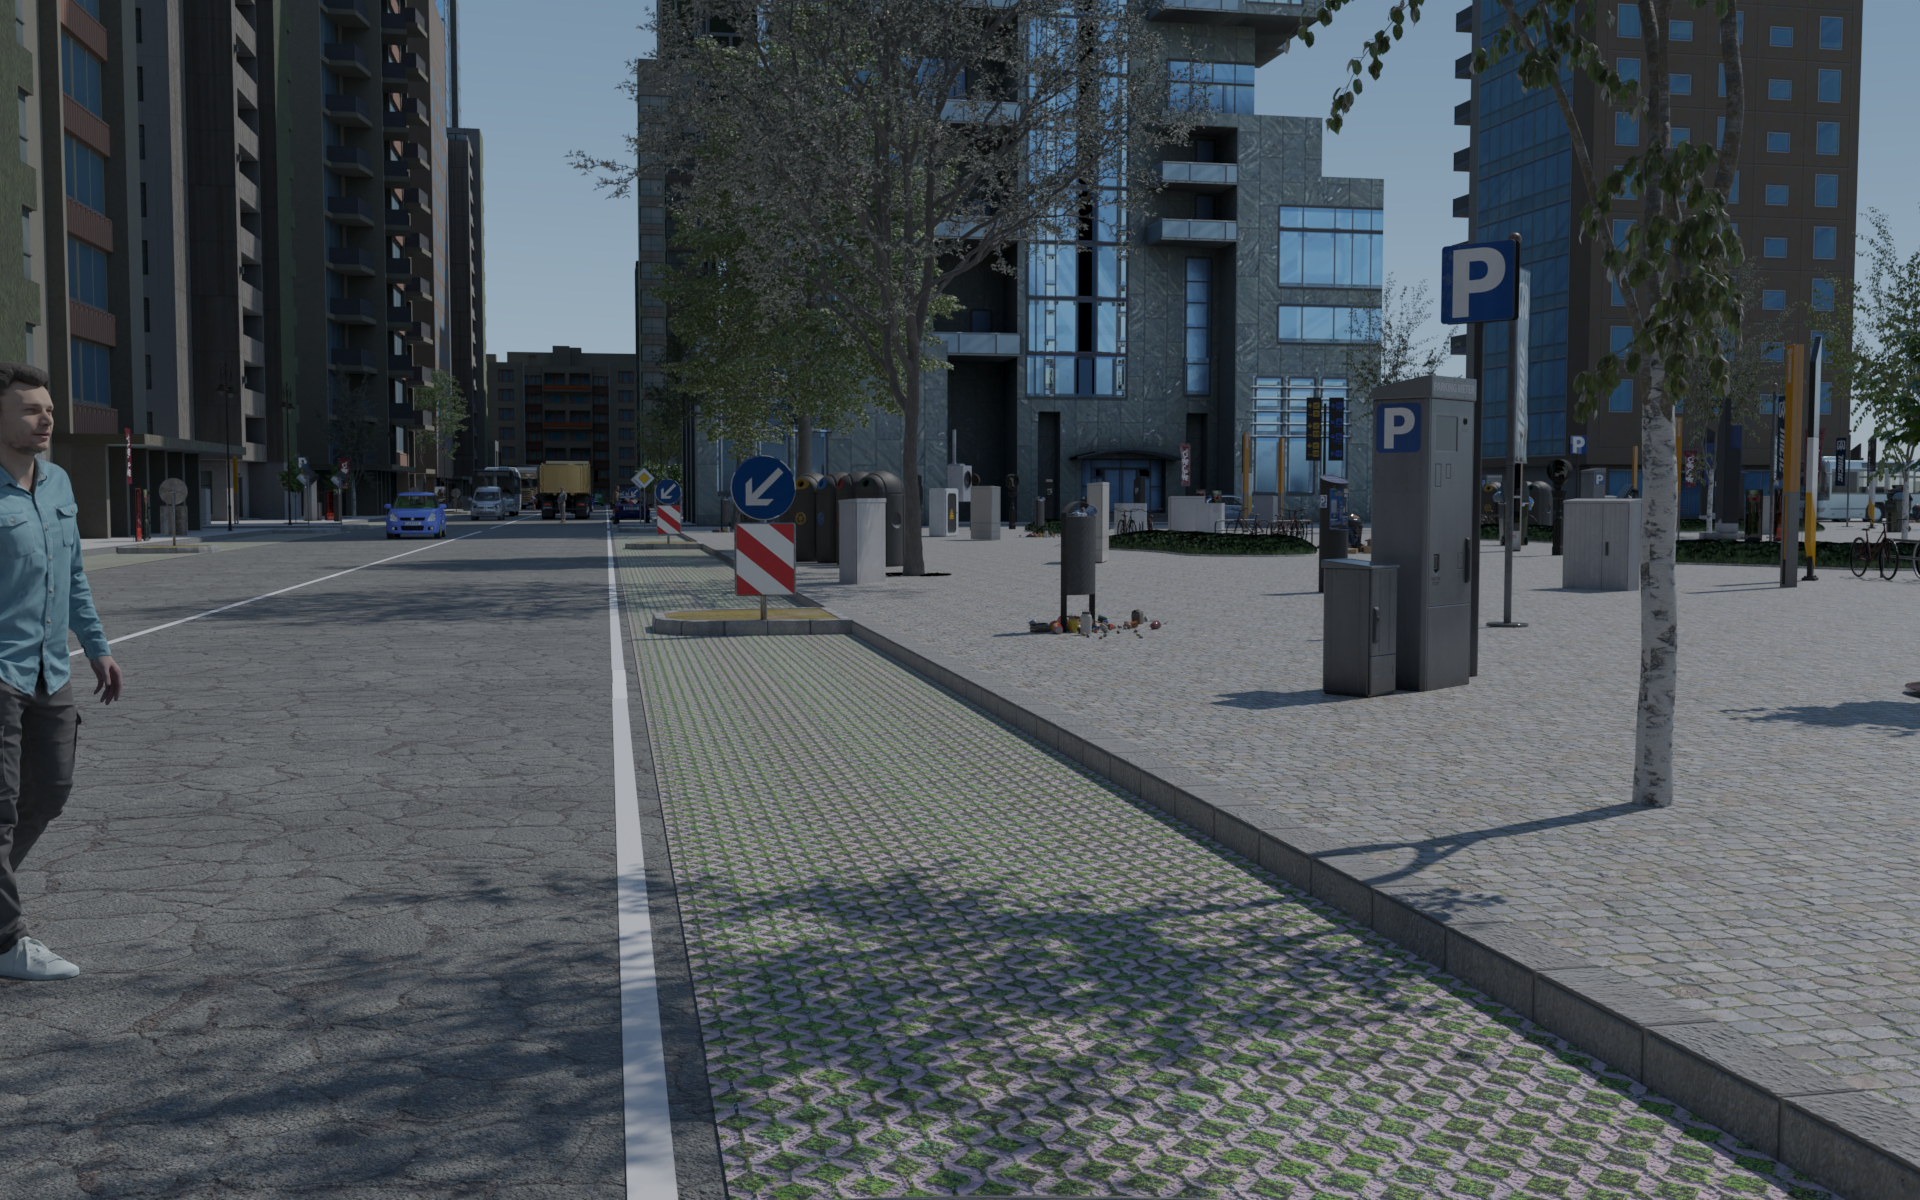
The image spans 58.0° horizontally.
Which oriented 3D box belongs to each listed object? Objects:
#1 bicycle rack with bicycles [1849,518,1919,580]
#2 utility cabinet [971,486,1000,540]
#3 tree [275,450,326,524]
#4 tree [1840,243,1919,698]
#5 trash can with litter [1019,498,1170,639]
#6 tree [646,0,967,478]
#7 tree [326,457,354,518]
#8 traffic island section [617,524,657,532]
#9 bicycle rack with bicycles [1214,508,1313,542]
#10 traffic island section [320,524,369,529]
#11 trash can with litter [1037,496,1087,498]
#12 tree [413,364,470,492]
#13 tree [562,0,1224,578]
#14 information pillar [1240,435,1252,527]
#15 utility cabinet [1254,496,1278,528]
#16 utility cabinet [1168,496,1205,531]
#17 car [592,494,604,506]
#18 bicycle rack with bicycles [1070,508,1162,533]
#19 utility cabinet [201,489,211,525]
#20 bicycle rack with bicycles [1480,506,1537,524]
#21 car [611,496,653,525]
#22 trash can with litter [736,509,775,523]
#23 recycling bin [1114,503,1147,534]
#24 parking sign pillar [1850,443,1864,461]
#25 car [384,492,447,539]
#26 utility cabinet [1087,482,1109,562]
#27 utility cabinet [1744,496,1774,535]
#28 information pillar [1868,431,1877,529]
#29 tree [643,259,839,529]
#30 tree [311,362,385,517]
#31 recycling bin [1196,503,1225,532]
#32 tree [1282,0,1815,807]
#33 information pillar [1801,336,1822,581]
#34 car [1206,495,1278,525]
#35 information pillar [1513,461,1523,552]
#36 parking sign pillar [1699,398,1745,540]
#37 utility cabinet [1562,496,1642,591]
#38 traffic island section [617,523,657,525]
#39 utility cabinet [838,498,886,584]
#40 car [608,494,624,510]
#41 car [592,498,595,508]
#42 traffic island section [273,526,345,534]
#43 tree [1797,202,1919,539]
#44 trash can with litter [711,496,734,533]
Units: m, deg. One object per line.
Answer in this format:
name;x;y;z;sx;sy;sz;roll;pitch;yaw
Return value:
bicycle rack with bicycles;14.687;-0.733;25.361;2.852;0.926;2.925;1;4;11
utility cabinet;0.717;-2.419;48.223;0.318;1.500;1.173;-2;4;-29
tree;-29.009;-4.934;75.267;1.663;3.219;1.824;0;3;0
tree;6.424;-0.995;10.869;1.663;3.219;1.824;0;3;0
trash can with litter;1.424;-0.332;16.484;1.678;1.210;2.233;3;4;36
tree;-3.186;-7.392;38.981;7.486;12.596;7.792;0;3;0
tree;-32.908;-5.933;91.609;1.663;3.219;1.824;0;3;0
traffic island section;-12.007;-2.679;66.087;2.009;0.180;2.903;-1;4;-12
bicycle rack with bicycles;8.042;-1.915;44.687;2.925;0.926;2.852;-3;5;-42
traffic island section;-25.552;-3.009;71.483;2.009;0.180;2.903;-1;4;-12
trash can with litter;2.604;-2.495;51.856;1.678;1.210;2.233;1;4;20
tree;-41.297;-12.667;132.865;9.928;11.665;9.643;0;3;0
tree;-0.860;-7.124;26.846;12.009;13.543;11.850;0;3;0
information pillar;11.318;-4.713;68.407;0.504;3.616;0.183;-2;4;-32
utility cabinet;11.744;-3.385;66.510;0.306;1.237;1.020;-2;4;-35
utility cabinet;6.512;-2.363;49.797;1.020;1.237;0.306;0;4;-7
car;-43.090;-11.997;204.951;1.959;1.807;4.718;-1;4;-13
bicycle rack with bicycles;3.817;-1.846;43.570;2.852;0.926;2.925;1;4;9
utility cabinet;-31.225;-3.799;70.784;1.173;1.500;0.318;1;4;13
bicycle rack with bicycles;16.235;-2.511;54.437;2.852;0.926;2.925;-3;5;-39
car;-15.615;-4.271;82.403;1.945;1.354;3.894;-1;4;-10
trash can with litter;-4.445;-1.678;38.828;1.055;1.170;0.624;-3;4;-37
recycling bin;4.662;-2.131;47.400;0.722;1.027;0.722;-1;4;-12
parking sign pillar;47.552;-6.363;92.501;1.447;3.967;1.447;-2;4;-26
car;-17.720;-2.867;56.463;1.945;1.707;3.694;-1;4;-13
utility cabinet;2.587;-1.464;32.611;0.318;1.500;1.173;1;4;11
utility cabinet;25.508;-2.683;55.030;1.020;1.237;0.306;3;5;44
information pillar;33.806;-4.453;64.164;0.183;3.616;0.504;1;4;12
tree;-7.540;-7.703;60.361;7.601;10.594;8.767;0;4;-6
tree;-33.842;-8.936;96.462;4.360;8.622;3.978;0;3;0
recycling bin;6.971;-2.182;48.230;0.722;1.027;0.722;1;4;15
tree;2.632;-3.458;6.906;4.360;8.622;3.978;0;3;0
information pillar;12.580;-2.091;25.549;0.183;3.616;0.504;2;4;34
car;11.586;-3.796;74.066;4.499;1.417;2.014;-1;4;-10
information pillar;12.391;-2.094;38.734;0.304;2.012;0.304;1;4;11
parking sign pillar;21.829;-3.716;49.226;1.447;3.967;1.447;1;4;15
utility cabinet;8.626;-0.743;23.316;0.306;1.237;1.020;-2;4;-34
traffic island section;-13.606;-3.158;73.911;2.009;0.180;2.903;-1;4;-12
utility cabinet;-1.414;-0.850;25.053;0.306;1.237;1.020;1;4;22
car;-30.791;-8.989;156.753;2.009;1.686;4.222;-1;4;-13
car;-38.915;-10.434;180.190;1.945;1.707;3.694;-1;4;-11
traffic island section;-23.953;-2.531;63.659;2.009;0.180;2.903;-1;4;-12
tree;23.181;-5.651;42.756;4.737;8.622;4.395;0;3;0
trash can with litter;-7.636;-2.908;58.603;1.678;1.210;2.233;2;4;24
